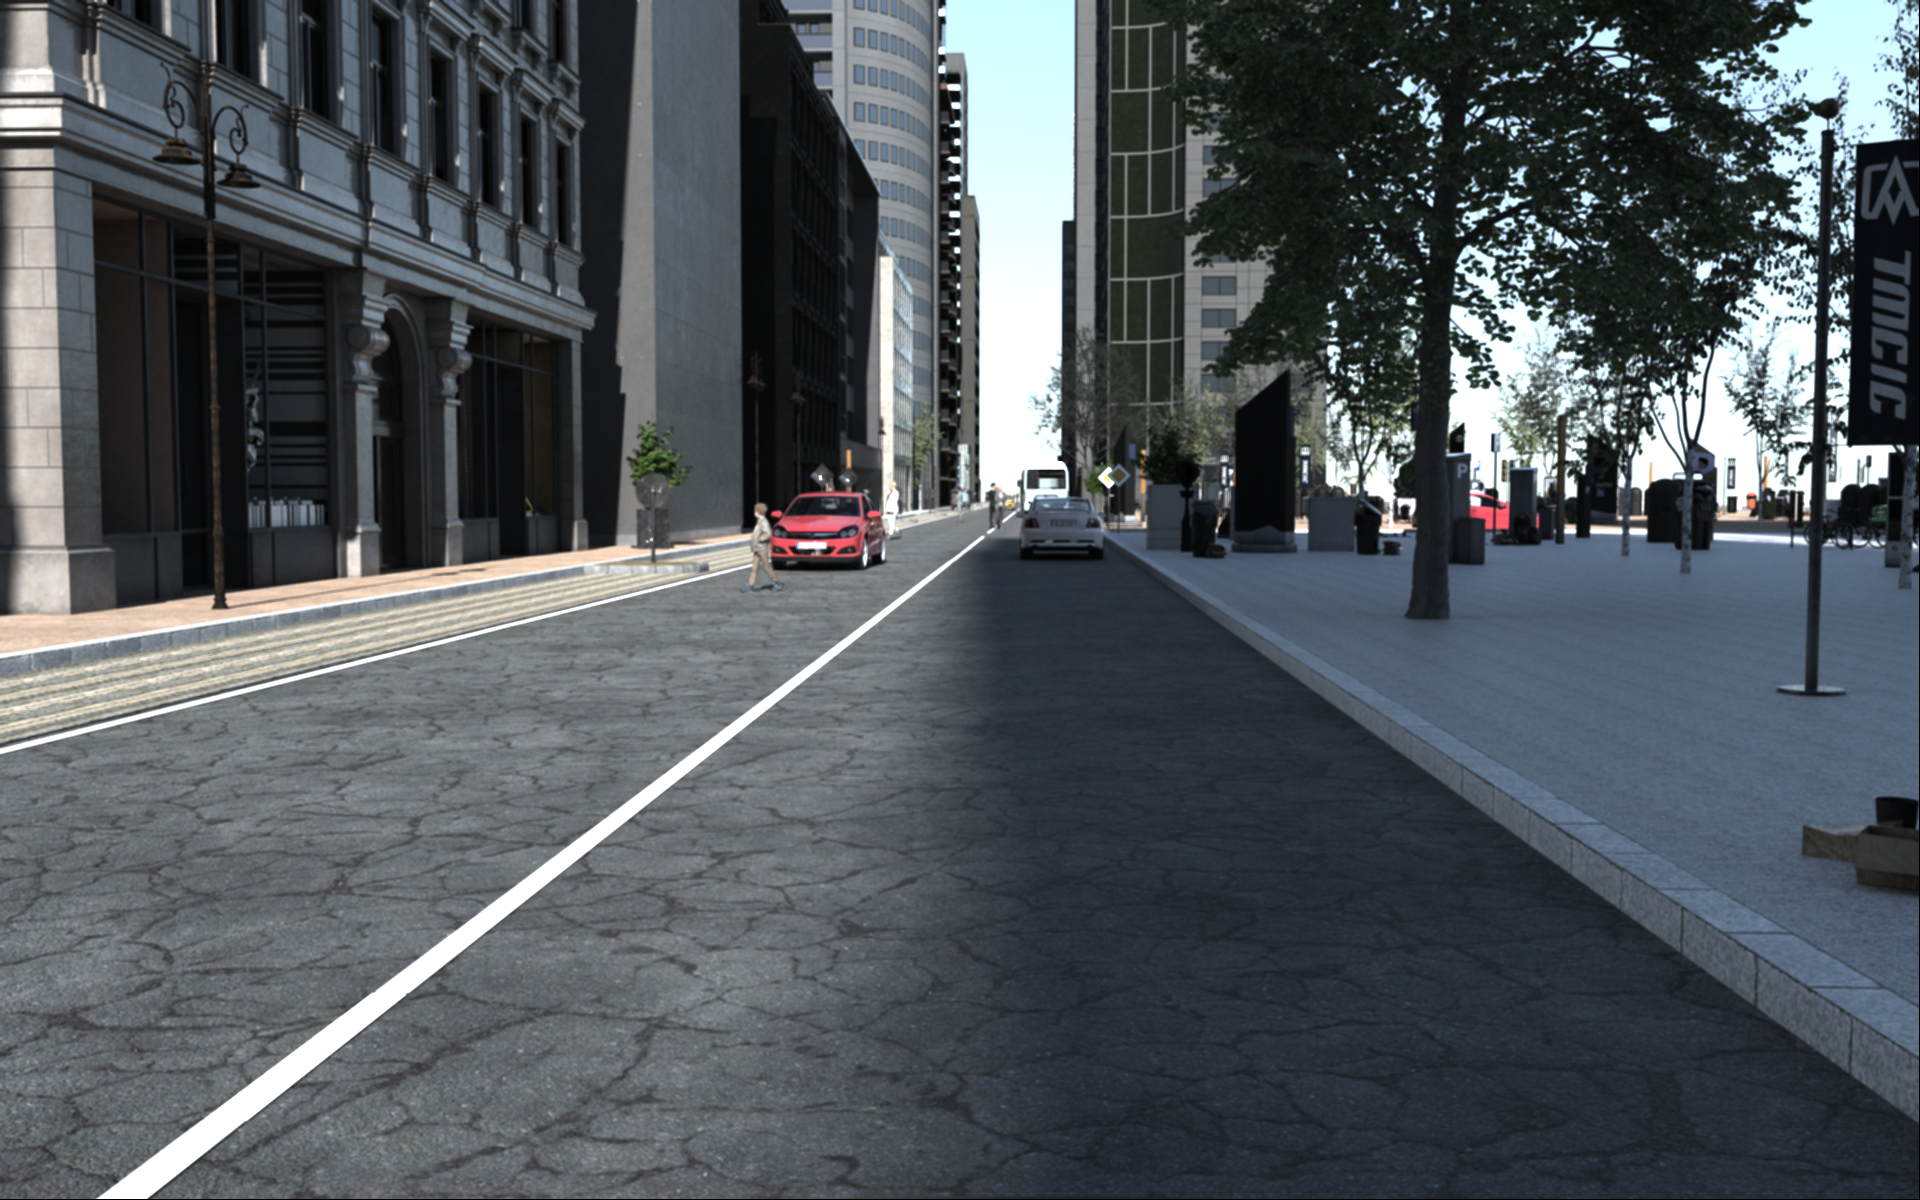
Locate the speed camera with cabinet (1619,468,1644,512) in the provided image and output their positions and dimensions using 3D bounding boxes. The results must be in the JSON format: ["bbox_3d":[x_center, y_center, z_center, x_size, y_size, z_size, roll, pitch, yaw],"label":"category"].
[{"bbox_3d":[48.594,-8.032,125.652,2.038,3.252,0.660,1,4,20],"label":"speed camera with cabinet"}]

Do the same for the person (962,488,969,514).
[{"bbox_3d":[0.333,-7.084,124.182,0.638,1.841,0.748,-1,4,-12],"label":"person"}]

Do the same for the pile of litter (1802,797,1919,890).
[{"bbox_3d":[3.482,0.513,5.582,1.176,0.858,1.719,0,4,3],"label":"pile of litter"}]

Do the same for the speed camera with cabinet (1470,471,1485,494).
[{"bbox_3d":[30.435,-6.686,103.647,2.038,3.252,0.660,-2,4,-26],"label":"speed camera with cabinet"}]

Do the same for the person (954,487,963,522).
[{"bbox_3d":[-0.080,-4.940,89.447,0.466,1.800,0.511,0,4,3],"label":"person"}]

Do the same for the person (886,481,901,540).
[{"bbox_3d":[-2.055,-2.800,54.153,0.514,1.842,0.818,3,5,43],"label":"person"}]

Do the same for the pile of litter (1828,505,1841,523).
[{"bbox_3d":[38.671,-3.789,75.908,1.176,0.858,1.719,1,4,23],"label":"pile of litter"}]

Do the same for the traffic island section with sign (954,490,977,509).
[{"bbox_3d":[0.322,-9.506,164.045,1.989,1.847,2.006,0,4,3],"label":"traffic island section with sign"}]

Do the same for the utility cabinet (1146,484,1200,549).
[{"bbox_3d":[4.912,-1.914,39.970,1.173,1.500,0.318,-1,4,-11],"label":"utility cabinet"}]

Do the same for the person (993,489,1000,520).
[{"bbox_3d":[2.026,-5.244,94.101,0.748,1.841,0.638,-1,4,-22],"label":"person"}]

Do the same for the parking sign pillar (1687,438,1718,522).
[{"bbox_3d":[34.643,-5.653,80.904,1.447,3.967,1.447,0,4,-1],"label":"parking sign pillar"}]

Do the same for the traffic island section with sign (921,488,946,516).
[{"bbox_3d":[-1.913,-6.487,114.694,1.989,1.847,2.006,0,4,3],"label":"traffic island section with sign"}]

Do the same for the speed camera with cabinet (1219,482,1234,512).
[{"bbox_3d":[19.562,-7.982,124.845,0.660,3.252,2.038,-2,4,-32],"label":"speed camera with cabinet"}]

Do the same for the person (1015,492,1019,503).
[{"bbox_3d":[8.960,-16.091,272.417,0.721,1.723,1.217,2,4,28],"label":"person"}]

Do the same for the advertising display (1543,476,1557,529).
[{"bbox_3d":[21.669,-3.552,63.292,0.123,1.923,0.974,-1,4,-18],"label":"advertising display"}]

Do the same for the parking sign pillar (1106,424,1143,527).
[{"bbox_3d":[6.390,-4.821,67.301,1.447,3.967,1.447,-1,4,-15],"label":"parking sign pillar"}]

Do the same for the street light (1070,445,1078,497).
[{"bbox_3d":[9.492,-10.350,142.007,0.468,5.910,1.993,0,4,3],"label":"street light"}]

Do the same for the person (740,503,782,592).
[{"bbox_3d":[-2.900,-0.771,25.377,0.640,1.303,0.475,-2,4,-35],"label":"person"}]

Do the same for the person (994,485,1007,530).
[{"bbox_3d":[1.655,-3.757,70.104,0.537,1.800,0.526,0,4,0],"label":"person"}]

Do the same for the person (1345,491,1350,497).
[{"bbox_3d":[48.926,-12.880,219.182,1.348,1.812,0.705,2,4,33],"label":"person"}]

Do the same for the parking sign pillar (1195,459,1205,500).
[{"bbox_3d":[15.784,-7.682,114.070,1.447,3.967,1.447,0,4,0],"label":"parking sign pillar"}]

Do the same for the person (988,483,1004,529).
[{"bbox_3d":[1.458,-3.915,71.876,0.474,1.900,0.648,-3,4,-36],"label":"person"}]

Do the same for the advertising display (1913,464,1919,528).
[{"bbox_3d":[20.410,-1.906,36.373,0.974,1.923,0.123,1,4,20],"label":"advertising display"}]

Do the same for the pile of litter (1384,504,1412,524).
[{"bbox_3d":[19.392,-3.760,75.440,1.719,0.858,1.176,2,4,33],"label":"pile of litter"}]

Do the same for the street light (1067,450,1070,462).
[{"bbox_3d":[11.262,-12.599,178.780,0.468,5.910,1.993,0,4,3],"label":"street light"}]

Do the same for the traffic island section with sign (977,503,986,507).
[{"bbox_3d":[1.547,-11.153,190.973,1.989,1.847,2.006,0,4,3],"label":"traffic island section with sign"}]

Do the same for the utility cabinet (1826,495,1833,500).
[{"bbox_3d":[59.964,-6.664,120.124,1.020,1.237,0.306,2,4,28],"label":"utility cabinet"}]

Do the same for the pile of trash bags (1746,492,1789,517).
[{"bbox_3d":[44.741,-5.286,96.180,3.447,1.369,1.912,-3,4,-36],"label":"pile of trash bags"}]

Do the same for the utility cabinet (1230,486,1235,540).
[{"bbox_3d":[7.841,-2.340,46.940,0.318,1.500,1.173,-2,4,-35],"label":"utility cabinet"}]

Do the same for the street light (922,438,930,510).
[{"bbox_3d":[-2.627,-10.331,141.697,0.468,5.910,1.993,0,4,3],"label":"street light"}]

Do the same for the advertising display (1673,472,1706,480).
[{"bbox_3d":[21.772,-2.848,51.773,0.123,1.923,0.974,-3,4,-39],"label":"advertising display"}]

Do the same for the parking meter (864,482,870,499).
[{"bbox_3d":[-4.679,-4.974,87.036,0.255,1.863,0.399,1,4,13],"label":"parking meter"}]

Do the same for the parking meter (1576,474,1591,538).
[{"bbox_3d":[18.334,-2.764,50.903,0.399,1.863,0.255,-3,4,-36],"label":"parking meter"}]

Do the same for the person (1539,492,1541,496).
[{"bbox_3d":[72.487,-12.700,216.925,0.721,1.735,1.217,1,4,15],"label":"person"}]

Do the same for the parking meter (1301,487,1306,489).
[{"bbox_3d":[19.514,-5.653,98.129,0.255,1.863,0.399,-1,4,-20],"label":"parking meter"}]

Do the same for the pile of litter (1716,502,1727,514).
[{"bbox_3d":[50.174,-6.151,114.533,1.719,0.858,1.176,-1,4,-16],"label":"pile of litter"}]

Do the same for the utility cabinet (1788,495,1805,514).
[{"bbox_3d":[53.356,-6.082,110.596,1.020,1.237,0.306,2,4,35],"label":"utility cabinet"}]

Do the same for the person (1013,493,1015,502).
[{"bbox_3d":[7.525,-14.031,239.368,0.415,1.643,0.593,-3,4,-36],"label":"person"}]

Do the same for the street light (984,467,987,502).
[{"bbox_3d":[4.388,-19.917,298.434,0.468,5.910,1.993,0,4,3],"label":"street light"}]

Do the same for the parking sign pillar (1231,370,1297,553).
[{"bbox_3d":[6.738,-3.045,38.251,1.447,3.967,1.447,3,5,41],"label":"parking sign pillar"}]

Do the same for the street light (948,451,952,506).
[{"bbox_3d":[-1.036,-12.598,178.764,0.468,5.910,1.993,0,4,3],"label":"street light"}]

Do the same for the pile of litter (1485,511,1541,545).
[{"bbox_3d":[13.999,-1.828,43.857,1.719,0.858,1.176,-1,4,-20],"label":"pile of litter"}]

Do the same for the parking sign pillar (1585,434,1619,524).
[{"bbox_3d":[28.651,-5.459,77.724,1.447,3.967,1.447,0,4,1],"label":"parking sign pillar"}]

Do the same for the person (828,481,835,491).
[{"bbox_3d":[-3.717,-2.481,49.338,0.520,1.790,0.573,-1,4,-17],"label":"person"}]

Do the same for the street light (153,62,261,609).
[{"bbox_3d":[-8.263,-2.837,19.167,0.468,5.910,1.993,0,4,3],"label":"street light"}]

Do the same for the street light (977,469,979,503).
[{"bbox_3d":[2.746,-17.675,261.765,0.468,5.910,1.993,0,4,3],"label":"street light"}]

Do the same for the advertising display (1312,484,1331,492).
[{"bbox_3d":[22.163,-6.198,106.552,0.974,1.923,0.123,1,4,14],"label":"advertising display"}]

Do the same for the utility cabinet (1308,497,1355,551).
[{"bbox_3d":[8.365,-1.701,38.974,1.020,1.237,0.306,1,4,13],"label":"utility cabinet"}]

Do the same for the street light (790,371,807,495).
[{"bbox_3d":[-6.067,-5.650,65.159,0.468,5.910,1.993,0,4,3],"label":"street light"}]

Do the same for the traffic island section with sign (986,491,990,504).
[{"bbox_3d":[4.078,-14.576,246.948,1.989,1.847,2.006,0,4,3],"label":"traffic island section with sign"}]

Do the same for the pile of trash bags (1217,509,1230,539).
[{"bbox_3d":[7.882,-2.460,49.978,3.447,1.369,1.912,0,4,4],"label":"pile of trash bags"}]

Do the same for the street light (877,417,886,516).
[{"bbox_3d":[-4.591,-7.893,101.836,0.468,5.910,1.993,0,4,3],"label":"street light"}]

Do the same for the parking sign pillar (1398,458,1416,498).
[{"bbox_3d":[31.337,-8.124,121.299,1.447,3.967,1.447,0,4,-3],"label":"parking sign pillar"}]

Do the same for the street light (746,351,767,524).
[{"bbox_3d":[-6.583,-5.101,56.184,0.468,5.910,1.993,0,4,3],"label":"street light"}]

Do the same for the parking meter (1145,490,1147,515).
[{"bbox_3d":[11.395,-5.972,106.048,0.372,1.533,0.369,0,3,0],"label":"parking meter"}]

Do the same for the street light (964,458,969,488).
[{"bbox_3d":[1.033,-15.407,224.699,0.468,5.910,1.993,0,4,3],"label":"street light"}]
